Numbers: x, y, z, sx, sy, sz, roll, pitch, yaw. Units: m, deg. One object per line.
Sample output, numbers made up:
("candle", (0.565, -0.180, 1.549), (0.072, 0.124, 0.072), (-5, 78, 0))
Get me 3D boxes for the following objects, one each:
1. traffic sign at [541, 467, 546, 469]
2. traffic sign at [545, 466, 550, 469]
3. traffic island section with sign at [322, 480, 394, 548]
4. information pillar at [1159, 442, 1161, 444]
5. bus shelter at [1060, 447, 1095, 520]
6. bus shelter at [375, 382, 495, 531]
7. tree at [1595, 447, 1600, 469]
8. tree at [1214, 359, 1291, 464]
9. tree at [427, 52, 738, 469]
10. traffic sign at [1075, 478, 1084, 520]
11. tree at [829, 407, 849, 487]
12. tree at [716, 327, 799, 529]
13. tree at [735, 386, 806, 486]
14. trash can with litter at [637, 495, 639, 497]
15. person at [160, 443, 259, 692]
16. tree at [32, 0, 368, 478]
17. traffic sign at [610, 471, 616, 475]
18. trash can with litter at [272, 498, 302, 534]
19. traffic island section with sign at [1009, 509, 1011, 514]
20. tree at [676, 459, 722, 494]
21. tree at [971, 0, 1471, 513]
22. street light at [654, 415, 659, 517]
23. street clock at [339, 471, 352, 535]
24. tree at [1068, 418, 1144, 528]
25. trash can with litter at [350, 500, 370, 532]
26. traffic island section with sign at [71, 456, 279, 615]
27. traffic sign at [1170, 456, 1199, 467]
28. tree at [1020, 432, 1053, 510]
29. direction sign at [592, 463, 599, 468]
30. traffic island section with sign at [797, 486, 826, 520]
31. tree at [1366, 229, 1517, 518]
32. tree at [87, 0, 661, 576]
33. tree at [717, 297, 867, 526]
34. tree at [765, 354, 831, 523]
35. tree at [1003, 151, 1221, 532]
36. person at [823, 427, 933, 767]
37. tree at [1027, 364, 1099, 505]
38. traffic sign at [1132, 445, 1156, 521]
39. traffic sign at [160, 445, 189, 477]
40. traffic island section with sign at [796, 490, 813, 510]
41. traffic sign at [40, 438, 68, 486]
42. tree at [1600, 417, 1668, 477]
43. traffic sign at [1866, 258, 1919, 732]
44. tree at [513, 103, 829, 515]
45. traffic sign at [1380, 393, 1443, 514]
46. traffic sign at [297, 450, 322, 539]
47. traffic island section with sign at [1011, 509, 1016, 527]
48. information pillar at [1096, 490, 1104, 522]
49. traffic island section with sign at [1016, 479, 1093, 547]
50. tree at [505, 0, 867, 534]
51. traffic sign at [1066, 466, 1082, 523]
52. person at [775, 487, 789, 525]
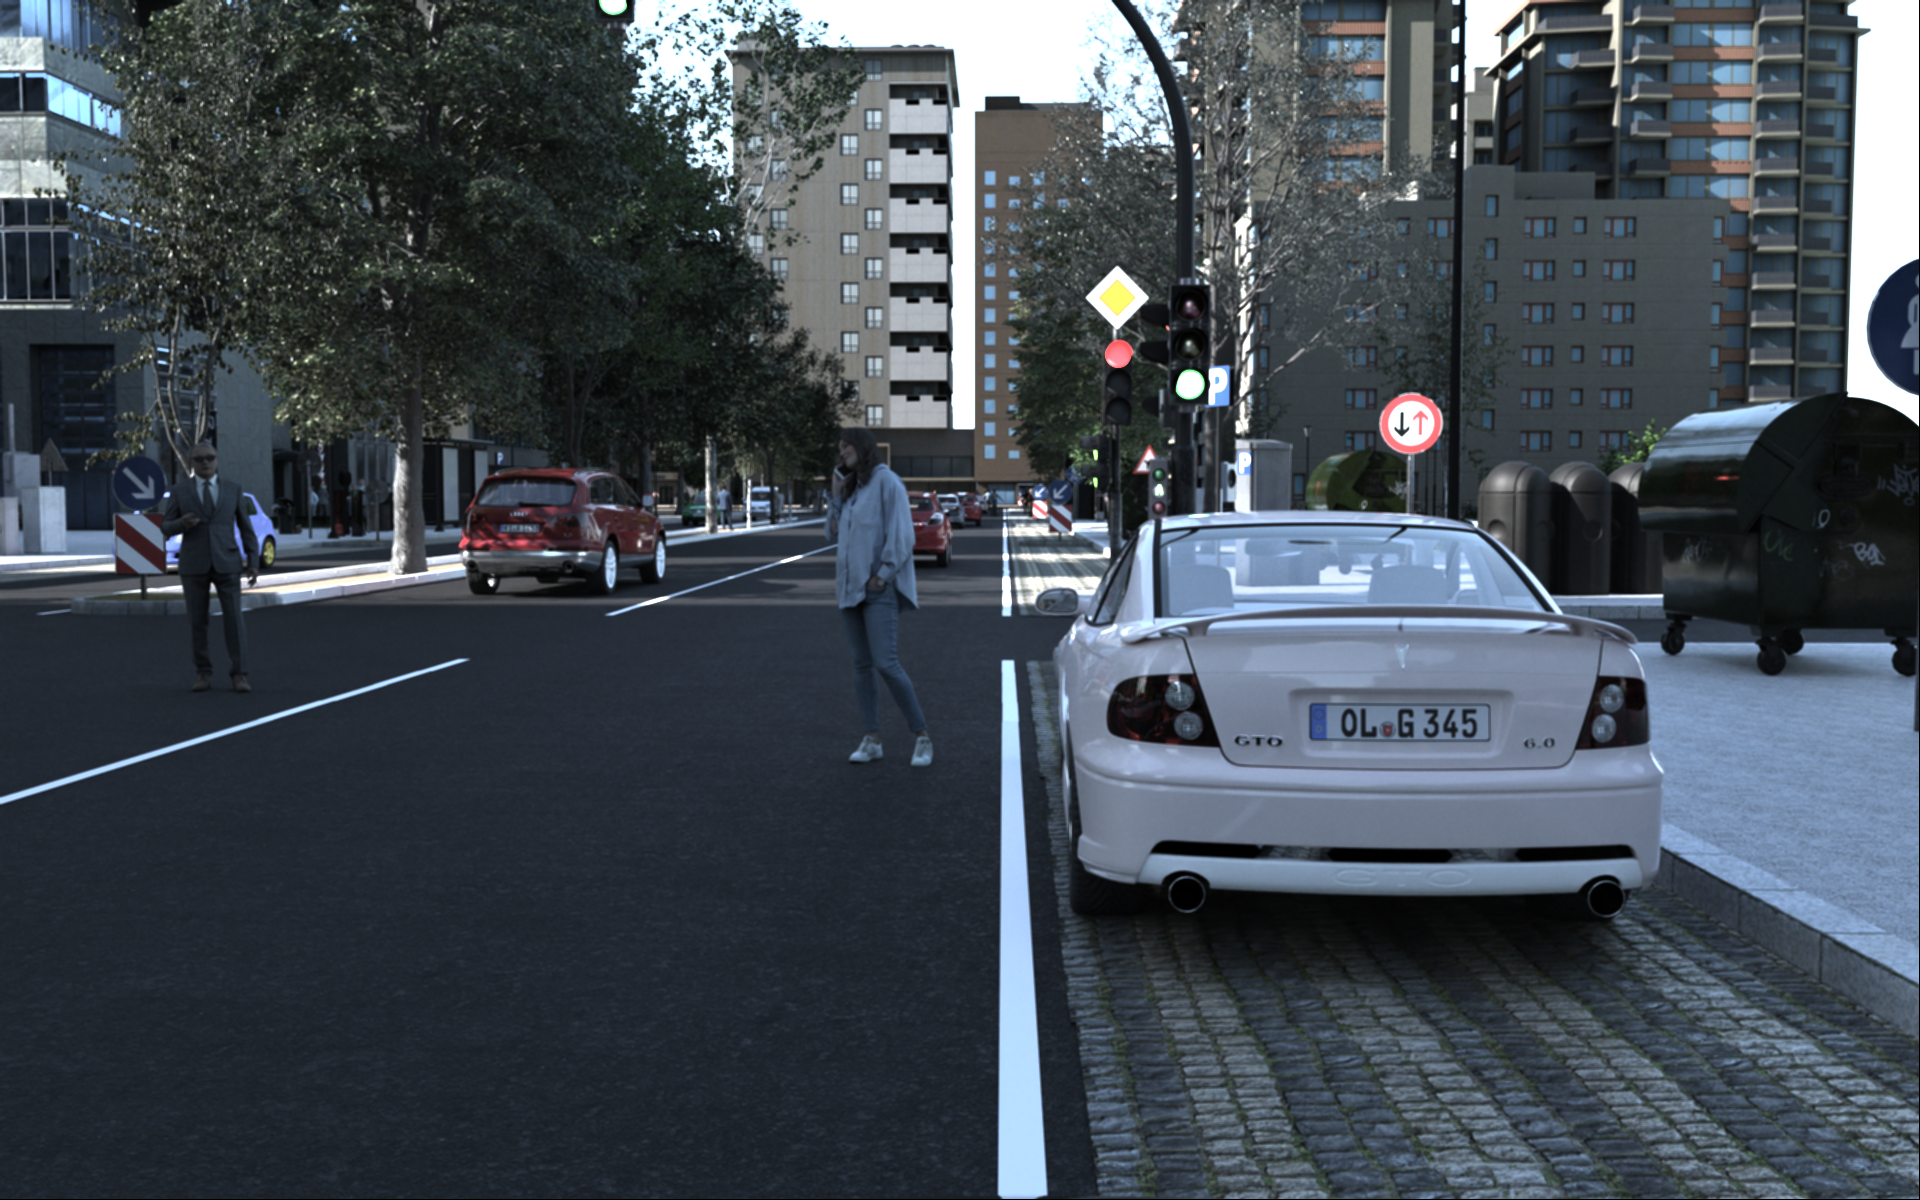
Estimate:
("traffic sign", (-19.301, -4.938, 80.837), (0.768, 2.556, 0.104), (0, 4, 2))
("traffic sign", (-17.547, -4.515, 73.829), (0.884, 2.594, 0.081), (0, 4, 3))
("traffic island section with sign", (-15.926, -2.339, 46.876), (1.989, 1.847, 2.006), (0, 4, 1))
("information pillar", (8.827, -5.259, 77.331), (0.183, 3.616, 0.504), (2, 4, 34))
("bus shelter", (5.992, -5.953, 88.608), (1.731, 3.624, 6.357), (0, 4, 2))
("bus shelter", (-19.707, -5.319, 64.591), (2.179, 5.291, 8.768), (0, 4, 2))
("tree", (22.491, -3.985, 59.752), (1.663, 3.219, 1.824), (0, 3, 0))
("tree", (15.578, -8.728, 93.065), (4.360, 8.622, 3.978), (0, 3, 0))
("tree", (-9.084, -6.880, 40.696), (9.928, 11.665, 9.643), (0, 3, 0))
("traffic sign", (5.695, -5.143, 84.195), (0.768, 2.556, 0.104), (1, 4, 10))
("tree", (-15.040, -15.384, 168.538), (9.611, 12.733, 9.660), (0, 3, 0))
("tree", (-8.570, -7.191, 70.395), (4.360, 8.622, 3.978), (0, 3, 0))
("tree", (-16.696, -13.771, 143.275), (7.486, 12.596, 7.792), (0, 3, 0))
("trash can with litter", (-17.429, -5.008, 92.944), (1.678, 1.210, 2.233), (0, 4, -4))
("person", (-5.424, -0.237, 12.553), (0.661, 1.801, 0.590), (-2, 4, -27))
("tree", (-9.908, -4.260, 22.469), (4.360, 8.622, 3.978), (0, 3, 0))
("traffic sign", (-19.535, -5.965, 97.255), (0.795, 2.593, 0.064), (0, 4, 6))
("trash can with litter", (-21.564, -2.701, 55.557), (0.624, 1.170, 1.055), (0, 4, 3))
("traffic island section with sign", (4.560, -7.023, 123.461), (1.989, 1.847, 2.006), (0, 4, 1))
("tree", (-17.424, -8.104, 116.210), (4.285, 4.588, 4.351), (0, 3, 0))
("tree", (5.470, -7.736, 36.846), (12.009, 13.543, 11.850), (0, 3, 0))
("street light", (-16.477, -7.595, 96.726), (1.470, 5.913, 1.316), (0, 4, 1))
("street clock", (-19.283, -3.045, 54.361), (0.358, 2.002, 0.471), (-3, 5, -41))
("tree", (5.817, -5.075, 66.683), (4.285, 4.588, 4.351), (0, 3, 0))
("trash can with litter", (-20.463, -2.938, 59.101), (1.678, 1.210, 2.233), (0, 4, 7))
("traffic island section with sign", (-9.864, -0.818, 21.507), (2.006, 1.907, 1.989), (0, 4, 1))
("traffic sign", (6.143, -2.894, 47.427), (0.768, 2.556, 0.104), (1, 4, 10))
("tree", (7.020, -11.658, 140.964), (4.737, 8.622, 4.395), (0, 3, 0))
("direction sign", (-17.441, -5.604, 83.616), (0.379, 3.537, 0.876), (2, 4, 34))
("traffic island section with sign", (-7.963, -5.412, 96.621), (2.006, 1.907, 1.989), (0, 4, 1))
("tree", (13.363, -5.944, 47.545), (4.360, 8.622, 3.978), (0, 3, 0))
("tree", (-9.757, -7.410, 30.266), (9.857, 13.997, 8.962), (0, 3, 0))
("tree", (-8.237, -8.559, 76.816), (8.767, 10.594, 7.601), (0, 4, 1))
("tree", (-8.245, -8.017, 83.899), (4.737, 8.622, 4.395), (0, 3, 0))
("tree", (4.968, -8.531, 57.605), (7.486, 12.596, 7.792), (0, 3, 0))
("person", (-0.432, -0.031, 9.279), (0.793, 1.790, 0.793), (1, 4, 18))
("tree", (5.887, -8.922, 96.234), (4.360, 8.622, 3.978), (0, 3, 0))
("traffic sign", (4.973, -2.784, 45.526), (0.884, 2.594, 0.081), (0, 4, 7))
("traffic sign", (-20.319, -2.734, 44.808), (0.768, 2.556, 0.104), (0, 4, 5))
("traffic island section with sign", (-13.251, -8.743, 151.571), (1.989, 1.847, 2.006), (0, 4, 1))
("traffic sign", (-21.110, -2.458, 40.192), (0.884, 2.594, 0.081), (0, 4, 7))
("tree", (17.465, -2.997, 43.595), (1.663, 3.219, 1.824), (0, 3, 0))
("traffic sign", (5.208, -0.562, 9.295), (0.768, 2.556, 0.104), (0, 4, 3))
("tree", (-9.230, -8.016, 50.522), (9.611, 12.733, 9.660), (0, 3, 0))
("traffic sign", (5.694, -1.335, 21.925), (0.768, 2.556, 0.104), (1, 4, 11))
("traffic sign", (-18.714, -3.041, 49.831), (0.768, 2.556, 0.104), (0, 4, 8))
("traffic island section with sign", (3.312, -4.044, 74.755), (1.989, 1.847, 2.006), (0, 4, 1))
("information pillar", (6.539, -4.663, 80.728), (0.304, 2.012, 0.304), (-1, 4, -17))
("traffic island section with sign", (2.619, -2.376, 47.478), (1.989, 1.847, 2.006), (0, 4, 1))
("tree", (-9.973, -12.426, 61.506), (12.611, 20.169, 13.585), (0, 3, 0))
("traffic sign", (5.026, -4.649, 76.117), (0.768, 2.556, 0.104), (1, 4, 10))
("person", (-8.077, -4.214, 78.151), (0.760, 1.731, 0.466), (0, 4, 5))
